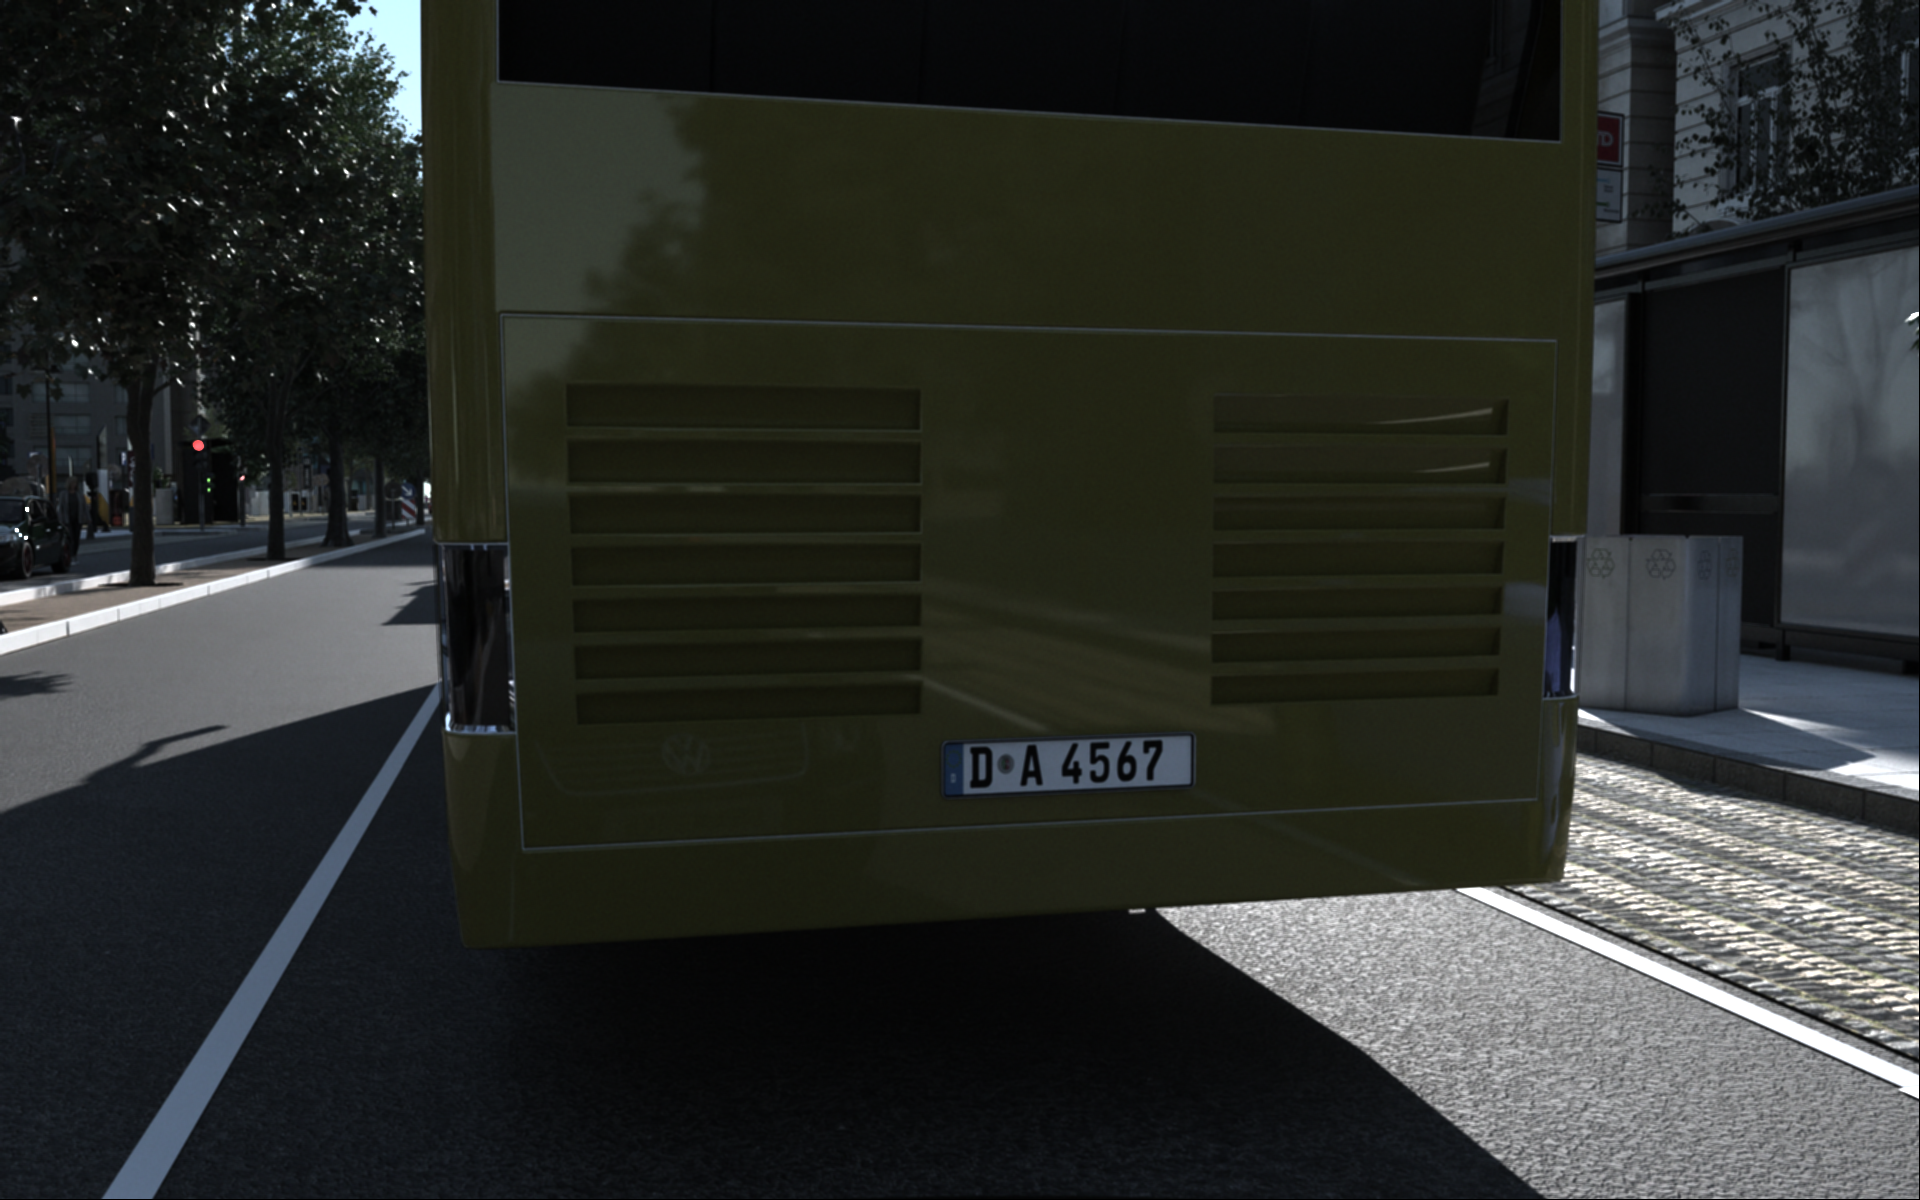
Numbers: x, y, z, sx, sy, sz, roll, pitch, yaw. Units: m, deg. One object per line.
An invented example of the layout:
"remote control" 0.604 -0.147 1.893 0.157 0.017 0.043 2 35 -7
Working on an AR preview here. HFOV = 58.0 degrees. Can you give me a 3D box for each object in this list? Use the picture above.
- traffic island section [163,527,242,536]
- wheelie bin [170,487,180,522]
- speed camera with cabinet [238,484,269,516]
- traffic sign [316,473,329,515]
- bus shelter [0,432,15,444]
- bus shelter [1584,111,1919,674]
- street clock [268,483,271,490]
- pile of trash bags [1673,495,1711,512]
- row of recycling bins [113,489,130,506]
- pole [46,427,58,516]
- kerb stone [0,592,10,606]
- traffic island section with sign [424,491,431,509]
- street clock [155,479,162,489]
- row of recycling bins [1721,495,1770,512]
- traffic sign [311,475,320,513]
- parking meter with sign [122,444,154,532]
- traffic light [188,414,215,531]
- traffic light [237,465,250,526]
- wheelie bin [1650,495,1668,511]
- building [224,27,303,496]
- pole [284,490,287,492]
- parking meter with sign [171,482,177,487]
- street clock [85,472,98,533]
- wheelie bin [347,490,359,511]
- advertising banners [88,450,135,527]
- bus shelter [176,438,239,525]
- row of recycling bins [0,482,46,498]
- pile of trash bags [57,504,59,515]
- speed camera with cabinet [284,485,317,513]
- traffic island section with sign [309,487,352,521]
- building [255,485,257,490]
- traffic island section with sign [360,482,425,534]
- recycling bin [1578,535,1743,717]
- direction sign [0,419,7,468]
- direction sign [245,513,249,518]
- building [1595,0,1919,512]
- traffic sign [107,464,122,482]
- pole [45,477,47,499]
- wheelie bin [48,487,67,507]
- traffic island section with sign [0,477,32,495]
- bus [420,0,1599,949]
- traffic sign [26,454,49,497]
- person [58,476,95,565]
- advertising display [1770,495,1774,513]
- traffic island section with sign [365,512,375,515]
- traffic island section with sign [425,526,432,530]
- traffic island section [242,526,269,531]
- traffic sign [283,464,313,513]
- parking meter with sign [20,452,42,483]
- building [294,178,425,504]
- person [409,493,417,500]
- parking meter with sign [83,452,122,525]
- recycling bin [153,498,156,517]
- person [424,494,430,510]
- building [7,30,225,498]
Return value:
"traffic island section" -26.680 -2.365 60.944 2.009 0.180 2.903 -1 4 -13
"wheelie bin" -36.139 -4.393 79.736 0.980 1.594 0.693 2 4 33
"speed camera with cabinet" -41.073 -6.514 100.845 0.660 3.252 2.038 1 4 9
"traffic sign" -39.426 -6.546 107.134 0.768 2.556 0.104 0 4 -8
"bus shelter" -28.334 -3.334 48.427 2.014 3.302 5.546 -1 4 -13
"bus shelter" 6.543 -2.323 15.620 2.179 5.291 8.768 -1 4 -13
"street clock" -42.988 -6.343 108.284 0.358 2.002 0.471 3 5 42
"pile of trash bags" 10.479 -0.997 26.047 1.912 1.369 3.447 0 4 3
"row of recycling bins" -63.875 -7.612 131.569 1.069 1.692 3.534 -3 5 -40
"pole" -27.779 -3.620 53.037 0.158 3.312 0.155 0 3 0
"kerb stone" -12.345 -0.014 22.431 0.120 0.150 1.000 -1 4 -13
"traffic island section with sign" -51.211 -9.785 168.617 1.989 1.847 2.006 -1 4 -13
"street clock" -39.295 -4.918 84.987 0.358 2.002 0.471 -1 4 -15
"row of recycling bins" 13.900 -1.307 28.483 1.069 1.692 3.534 -1 4 -15
"traffic sign" -42.509 -7.002 114.589 0.768 2.556 0.104 0 4 -3
"parking meter with sign" -27.971 -3.844 59.117 0.543 3.016 1.738 -1 4 -13
"traffic light" -26.638 -4.397 60.819 0.839 4.253 0.868 -1 4 -13
"traffic light" -26.416 -5.776 69.101 4.771 5.953 1.251 -1 4 -13
"wheelie bin" 12.645 -1.473 31.989 0.693 1.594 0.980 -2 4 -24
"building" -88.097 -53.200 182.485 31.000 86.520 22.319 -1 4 -13
"pole" -53.464 -8.771 137.244 0.158 3.312 0.155 0 3 0
"parking meter with sign" -50.623 -7.078 111.978 1.738 3.016 0.543 3 5 39
"street clock" -28.834 -3.240 57.552 0.358 2.002 0.471 0 4 -5
"wheelie bin" -45.385 -7.443 129.597 0.980 1.594 0.693 0 4 -3
"advertising banners" -33.557 -4.440 68.783 0.090 3.025 2.074 3 5 40
"bus shelter" -32.308 -5.113 74.878 1.731 3.624 6.357 -1 4 -13
"row of recycling bins" -32.278 -3.156 58.719 1.069 1.692 3.534 0 4 7
"pile of trash bags" -39.454 -3.930 74.006 3.447 1.369 1.912 -2 4 -25
"speed camera with cabinet" -45.417 -7.628 119.056 0.660 3.252 2.038 3 4 36
"traffic island section with sign" -33.706 -5.146 92.772 1.989 1.847 2.006 -1 4 -13
"building" -77.124 -44.092 159.159 20.563 71.187 20.611 -1 4 -13
"traffic island section with sign" -20.557 -3.331 62.593 2.006 1.907 1.989 -1 4 -13
"recycling bin" 4.189 0.132 10.400 0.722 1.027 0.722 -3 5 -42
"direction sign" -28.772 -3.652 51.712 0.876 3.537 0.379 1 4 21
"direction sign" -38.286 -6.155 92.624 0.379 3.537 0.876 1 4 20
"building" 17.530 -15.901 45.892 13.634 28.700 20.117 -1 4 -13
"traffic sign" -35.535 -4.433 72.593 0.768 2.556 0.104 -1 4 -11
"pole" -60.990 -7.457 115.767 0.158 3.312 0.155 0 3 0
"wheelie bin" -42.965 -4.571 82.647 0.980 1.594 0.693 -1 4 -23
"traffic island section with sign" -21.229 -1.843 38.762 1.989 1.847 2.006 -1 4 -13
"bus" -1.294 -1.093 9.423 2.896 3.916 12.252 -1 4 -14
"traffic sign" -29.238 -3.358 55.002 0.768 2.556 0.104 0 4 -6
"person" -17.886 -1.614 35.077 0.709 1.800 0.728 -3 4 -37
"advertising display" 8.283 -0.720 16.994 0.974 1.923 0.123 -2 4 -32
"traffic island section with sign" -39.758 -6.753 119.041 1.989 1.847 2.006 -1 4 -13
"traffic island section with sign" -22.214 -3.772 69.814 2.006 1.907 1.989 -1 4 -13
"traffic island section" -28.476 -2.841 68.725 2.009 0.180 2.903 -1 4 -13
"traffic sign" -44.636 -7.487 116.284 2.265 3.308 0.079 0 4 -8
"parking meter with sign" -38.297 -4.572 71.005 0.543 3.016 1.738 0 4 -2
"building" -90.241 -38.122 242.902 30.456 49.044 23.786 -1 4 -13
"person" -40.628 -7.330 128.524 0.592 1.802 0.473 3 4 36
"parking meter with sign" -35.590 -4.626 71.904 1.738 3.016 0.543 0 4 -6
"recycling bin" -45.782 -5.281 98.904 0.722 1.027 0.722 -3 4 -38
"person" -49.038 -9.018 159.165 0.991 1.433 0.599 -1 4 -10
"building" -69.148 -28.114 143.262 14.154 41.232 14.086 -1 4 -13
